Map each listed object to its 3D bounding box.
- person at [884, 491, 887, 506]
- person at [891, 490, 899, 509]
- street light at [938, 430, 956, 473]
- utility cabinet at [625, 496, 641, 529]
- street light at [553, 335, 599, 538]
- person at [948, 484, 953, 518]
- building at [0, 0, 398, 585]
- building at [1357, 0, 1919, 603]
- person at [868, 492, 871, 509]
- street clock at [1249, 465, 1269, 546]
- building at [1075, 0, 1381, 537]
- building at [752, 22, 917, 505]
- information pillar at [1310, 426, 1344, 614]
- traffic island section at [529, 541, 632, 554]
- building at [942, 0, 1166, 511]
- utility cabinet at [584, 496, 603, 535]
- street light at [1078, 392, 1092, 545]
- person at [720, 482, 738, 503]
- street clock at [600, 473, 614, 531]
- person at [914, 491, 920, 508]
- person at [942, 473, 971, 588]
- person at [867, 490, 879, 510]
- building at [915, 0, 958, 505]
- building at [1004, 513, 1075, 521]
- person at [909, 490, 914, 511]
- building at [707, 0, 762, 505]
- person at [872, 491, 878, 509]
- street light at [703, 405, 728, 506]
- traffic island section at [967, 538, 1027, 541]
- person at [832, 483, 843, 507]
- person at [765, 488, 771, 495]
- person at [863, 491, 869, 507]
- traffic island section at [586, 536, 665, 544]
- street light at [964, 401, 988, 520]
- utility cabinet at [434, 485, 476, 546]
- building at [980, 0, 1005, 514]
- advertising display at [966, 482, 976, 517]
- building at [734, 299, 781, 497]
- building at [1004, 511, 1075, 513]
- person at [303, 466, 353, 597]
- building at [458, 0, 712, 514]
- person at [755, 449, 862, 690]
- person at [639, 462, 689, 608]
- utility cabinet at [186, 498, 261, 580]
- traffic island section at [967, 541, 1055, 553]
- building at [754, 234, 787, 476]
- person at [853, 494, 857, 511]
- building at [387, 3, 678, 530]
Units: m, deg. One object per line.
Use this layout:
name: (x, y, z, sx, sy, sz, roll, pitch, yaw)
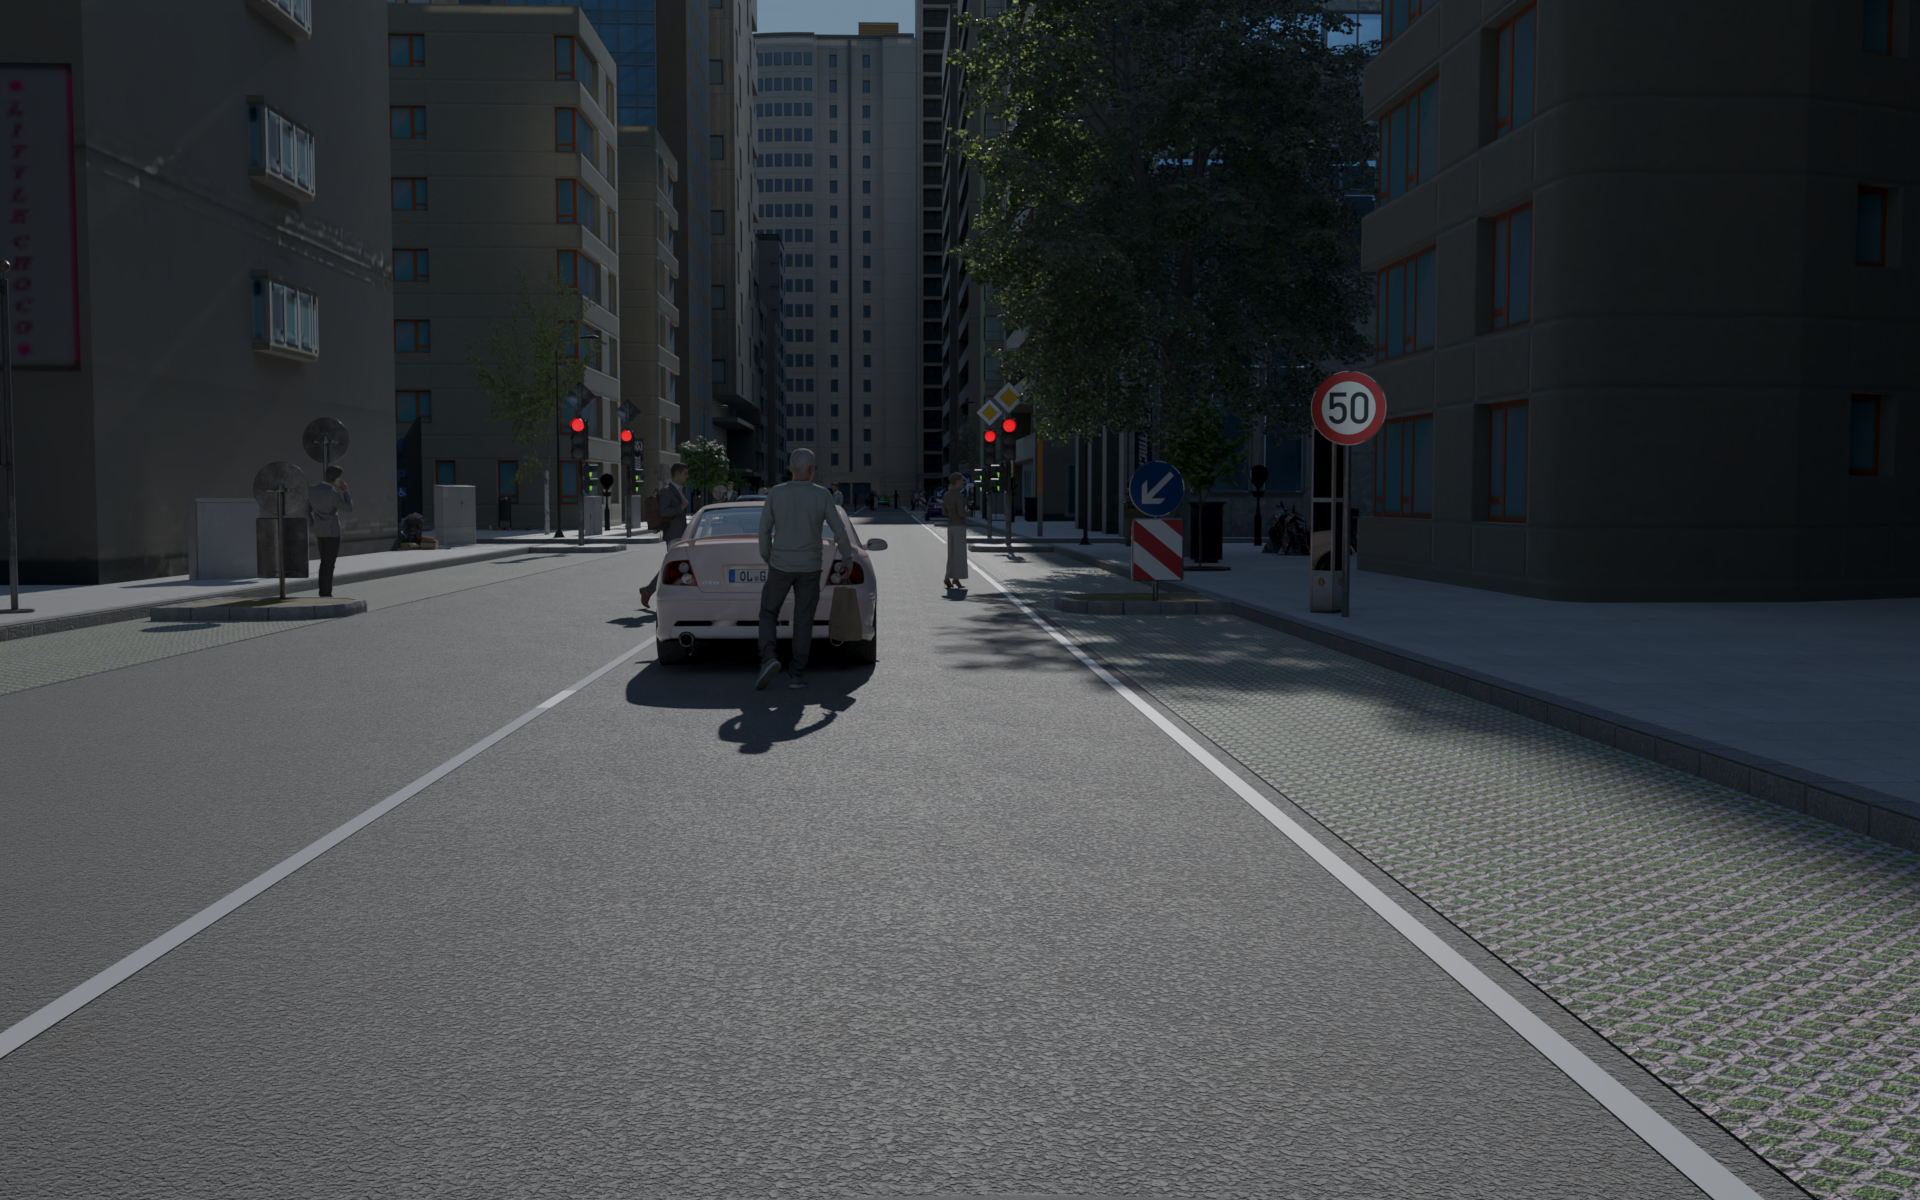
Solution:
person: (-8.805, -11.801, 201.998, 0.434, 1.755, 0.990, 2, 4, 25)
person: (-6.229, -9.726, 167.478, 0.705, 1.831, 1.348, 2, 4, 35)
street light: (-0.885, -9.395, 126.149, 1.470, 5.913, 1.316, 0, 4, -2)
utility cabinet: (-12.190, -3.263, 64.506, 0.306, 1.237, 1.020, 0, 4, 8)
street light: (-11.248, -4.785, 50.778, 1.470, 5.913, 1.316, 0, 4, -2)
person: (-0.220, -3.574, 67.155, 0.699, 1.804, 1.509, 1, 4, 16)
building: (-22.800, -24.654, 26.800, 21.600, 48.544, 21.300, 0, 4, -2)
building: (21.154, -10.387, 14.873, 27.650, 21.520, 28.899, 0, 4, -2)
person: (-8.958, -9.882, 171.546, 0.415, 1.643, 0.593, -3, 5, -40)
street clock: (7.373, -2.339, 42.821, 0.471, 2.002, 0.358, 0, 4, 5)
building: (19.833, -45.729, 60.335, 31.000, 86.520, 22.319, 0, 4, -2)
building: (-19.746, -41.467, 219.979, 28.212, 58.520, 21.231, 0, 4, -2)
information pillar: (3.994, -0.869, 18.707, 0.304, 2.012, 0.304, -3, 5, -45)
traffic island section: (-9.443, -1.274, 43.106, 2.009, 0.180, 2.903, 0, 4, -2)
building: (9.273, -33.207, 166.635, 21.300, 48.544, 21.600, 0, 4, -2)
utility cabinet: (-11.620, -2.672, 54.844, 0.306, 1.237, 1.020, -2, 4, -29)
street light: (2.623, -4.339, 43.489, 1.470, 5.913, 1.316, 0, 4, -2)
person: (-7.657, -3.001, 57.536, 0.622, 1.834, 0.822, -1, 4, -12)
street clock: (-12.346, -3.425, 60.563, 0.471, 2.002, 0.358, -1, 4, -18)
person: (-4.102, -9.442, 163.818, 0.756, 1.711, 0.436, 3, 4, 38)
person: (-0.021, -1.061, 26.397, 0.362, 1.759, 0.519, -2, 4, -34)
person: (-7.615, -8.722, 151.233, 1.348, 1.807, 0.705, -3, 5, -45)
building: (4.650, -47.841, 220.457, 20.611, 71.187, 20.563, 0, 4, -2)
building: (13.698, -28.549, 90.484, 21.300, 48.544, 21.600, 0, 4, -2)
person: (-4.210, -8.452, 147.219, 0.750, 1.759, 0.617, 2, 4, 32)
building: (-30.315, -33.579, 138.254, 28.713, 52.752, 27.495, 0, 4, -2)
person: (-8.130, -9.590, 165.962, 0.621, 1.740, 0.551, 2, 4, 33)
street light: (-12.817, -7.216, 90.515, 1.470, 5.913, 1.316, 0, 4, -2)
traffic island section: (0.898, -1.789, 51.534, 2.009, 0.180, 2.903, 0, 4, -2)
person: (-3.930, -2.864, 55.606, 0.850, 1.792, 0.678, -2, 4, -31)
person: (-10.896, -5.691, 101.772, 1.509, 1.804, 0.699, 2, 4, 31)
person: (-10.637, -11.610, 198.305, 0.705, 1.826, 1.348, -3, 5, -45)
traffic island section: (-9.784, -1.762, 51.084, 2.009, 0.180, 2.903, 0, 4, -2)
street light: (0.886, -6.978, 86.630, 1.470, 5.913, 1.316, 0, 4, -2)
utility cabinet: (-12.480, -2.090, 42.850, 0.318, 1.500, 1.173, 2, 4, 25)
building: (8.283, -26.465, 116.294, 14.154, 41.232, 14.086, 0, 4, -2)
advertising display: (0.595, -5.569, 96.264, 0.123, 1.923, 0.974, -2, 4, -28)
building: (-32.089, -19.710, 167.301, 27.650, 21.520, 28.899, 0, 4, -2)
building: (10.897, -31.891, 145.125, 21.300, 48.544, 21.600, 0, 4, -2)
person: (-8.305, -0.862, 22.781, 0.592, 1.802, 0.473, 3, 4, 38)
building: (-24.220, -28.428, 114.903, 14.600, 45.320, 14.200, 0, 4, -2)
person: (-1.114, -0.231, 12.766, 0.782, 1.767, 0.515, 0, 4, -2)
person: (-3.628, -0.821, 21.884, 0.822, 1.834, 0.622, 0, 4, -4)
utility cabinet: (-11.150, -0.924, 26.266, 0.306, 1.237, 1.020, 3, 5, 41)
traffic island section: (1.239, -1.301, 43.557, 2.009, 0.180, 2.903, 0, 4, -2)
building: (-26.538, -25.786, 193.297, 14.107, 30.474, 14.160, 0, 4, -2)
person: (-8.685, -8.065, 143.616, 0.557, 1.426, 1.065, 1, 4, 9)
building: (-27.883, -14.092, 75.448, 27.650, 21.520, 28.899, 0, 4, -2)
